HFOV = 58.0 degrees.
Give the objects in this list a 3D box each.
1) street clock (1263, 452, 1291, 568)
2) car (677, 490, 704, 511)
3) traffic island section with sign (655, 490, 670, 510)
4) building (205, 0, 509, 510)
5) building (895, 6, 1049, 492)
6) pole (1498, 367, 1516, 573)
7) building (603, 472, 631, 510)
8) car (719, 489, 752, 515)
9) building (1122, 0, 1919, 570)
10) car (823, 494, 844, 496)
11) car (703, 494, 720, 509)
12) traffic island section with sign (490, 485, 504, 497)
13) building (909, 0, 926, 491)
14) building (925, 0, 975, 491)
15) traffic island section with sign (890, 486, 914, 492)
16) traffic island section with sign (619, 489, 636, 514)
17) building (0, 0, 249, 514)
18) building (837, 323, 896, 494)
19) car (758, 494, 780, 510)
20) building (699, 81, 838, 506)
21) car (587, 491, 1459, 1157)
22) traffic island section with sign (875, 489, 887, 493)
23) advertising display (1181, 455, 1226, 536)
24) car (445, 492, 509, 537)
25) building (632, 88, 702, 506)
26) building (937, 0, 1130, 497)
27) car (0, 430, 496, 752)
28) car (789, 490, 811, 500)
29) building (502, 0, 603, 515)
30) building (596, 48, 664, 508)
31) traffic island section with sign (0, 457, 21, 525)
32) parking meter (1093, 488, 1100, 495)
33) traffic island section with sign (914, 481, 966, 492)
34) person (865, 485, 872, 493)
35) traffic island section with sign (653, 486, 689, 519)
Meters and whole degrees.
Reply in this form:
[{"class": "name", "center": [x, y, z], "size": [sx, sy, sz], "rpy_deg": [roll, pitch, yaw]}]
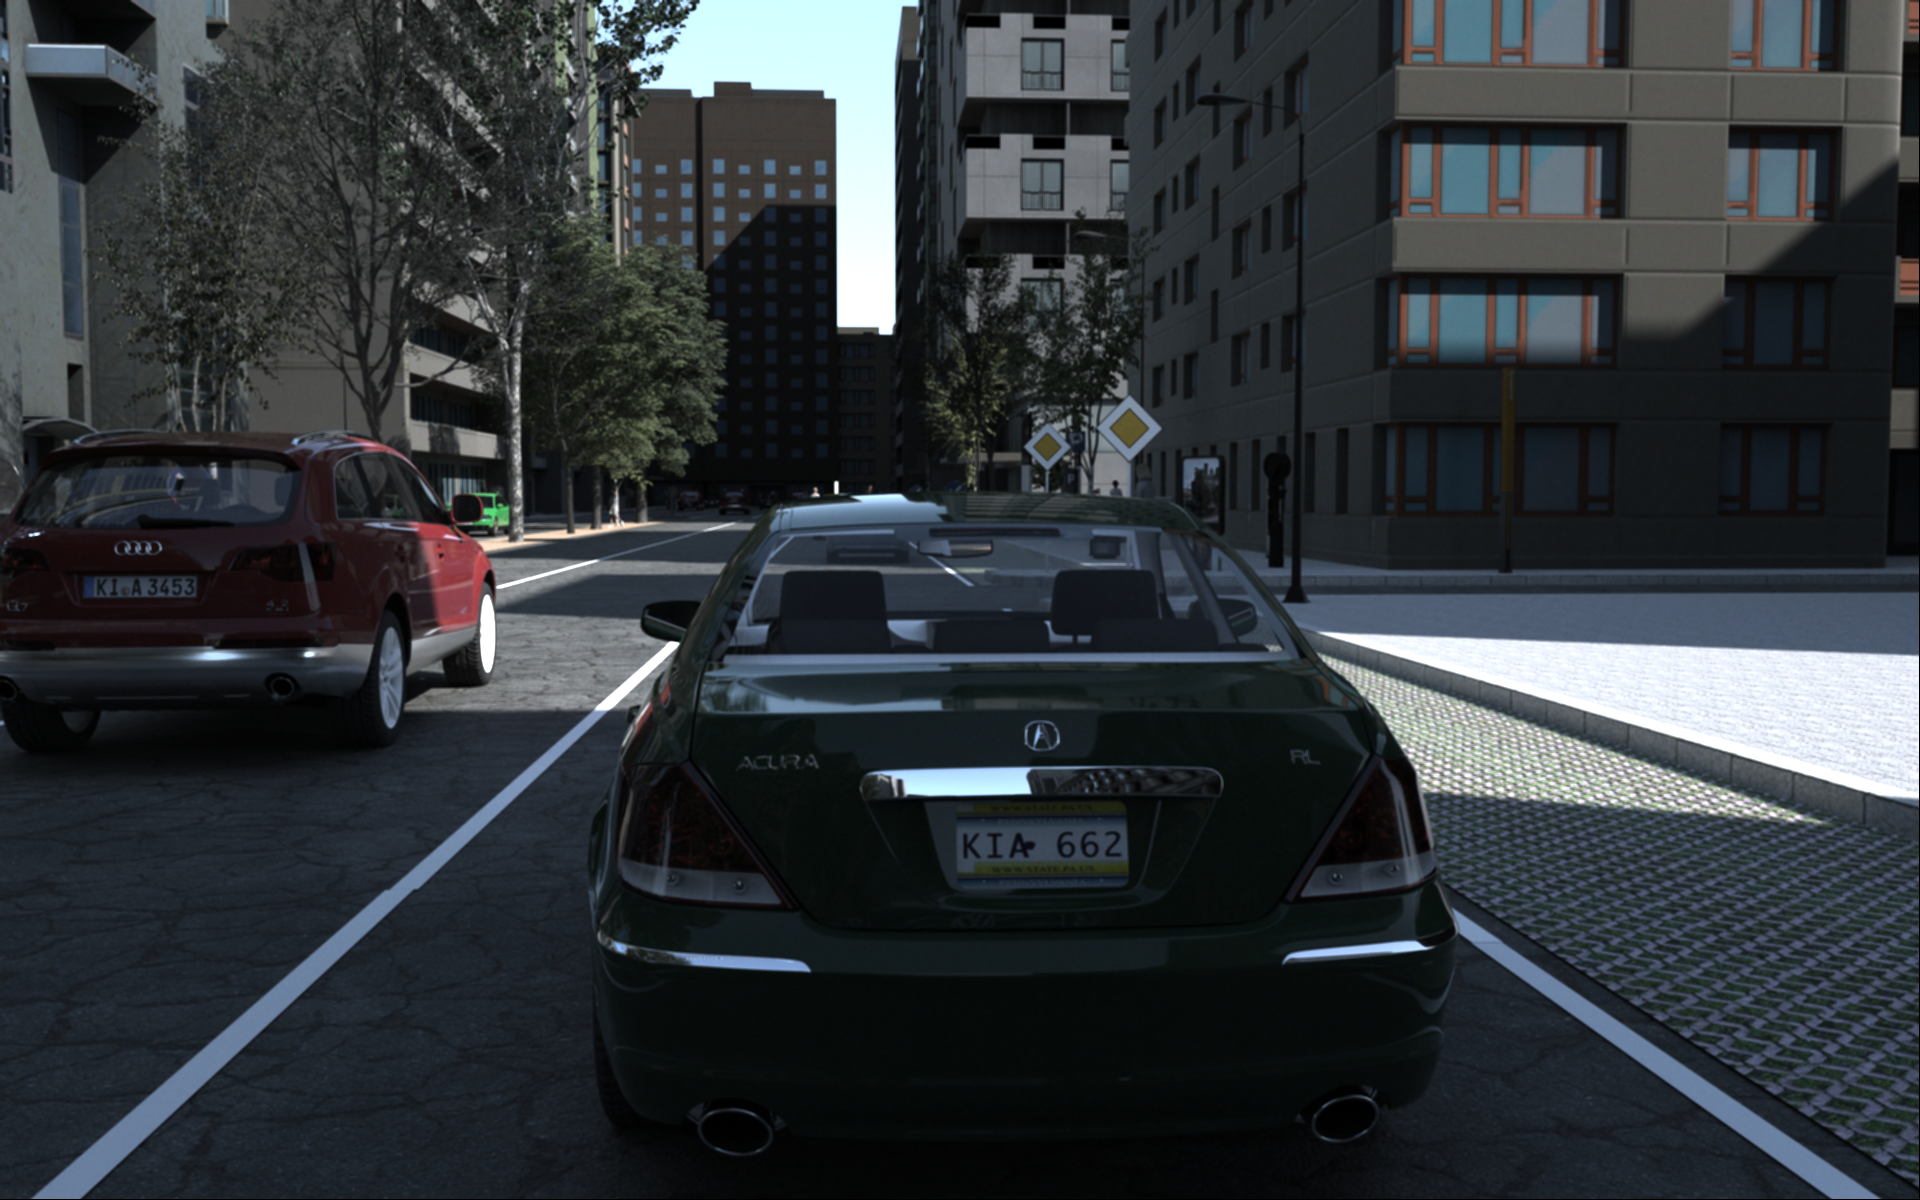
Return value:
[{"class": "street clock", "center": [5.529, -1.569, 30.229], "size": [0.358, 2.002, 0.471], "rpy_deg": [-2, 4, -31]}, {"class": "car", "center": [-23.257, -8.602, 149.313], "size": [2.281, 1.827, 5.304], "rpy_deg": [0, 4, -3]}, {"class": "traffic island section with sign", "center": [-26.400, -9.024, 156.176], "size": [1.989, 1.847, 2.006], "rpy_deg": [0, 4, -4]}, {"class": "building", "center": [-32.571, -27.583, 74.687], "size": [21.300, 48.544, 21.600], "rpy_deg": [0, 4, -4]}, {"class": "building", "center": [4.692, -33.279, 167.809], "size": [21.300, 48.544, 21.600], "rpy_deg": [0, 4, -4]}, {"class": "pole", "center": [8.856, -2.091, 28.031], "size": [0.158, 3.312, 0.155], "rpy_deg": [0, 3, 0]}, {"class": "building", "center": [-44.081, -27.454, 140.759], "size": [32.217, 40.220, 23.993], "rpy_deg": [0, 4, -4]}, {"class": "car", "center": [-15.745, -6.883, 121.206], "size": [2.281, 1.827, 5.304], "rpy_deg": [0, 4, -4]}, {"class": "building", "center": [20.679, -12.128, 43.335], "size": [28.899, 21.520, 27.650], "rpy_deg": [0, 4, -4]}, {"class": "car", "center": [-3.838, -2.780, 55.670], "size": [2.015, 1.641, 3.980], "rpy_deg": [0, 4, -3]}, {"class": "car", "center": [-24.495, -9.929, 172.127], "size": [2.009, 1.686, 4.222], "rpy_deg": [0, 4, -3]}, {"class": "traffic island section with sign", "center": [-21.000, -4.269, 78.425], "size": [1.989, 1.847, 2.006], "rpy_deg": [0, 4, -4]}, {"class": "building", "center": [7.986, -31.895, 141.091], "size": [23.786, 49.044, 30.456], "rpy_deg": [0, 4, -4]}, {"class": "building", "center": [4.551, -26.619, 118.809], "size": [14.154, 41.232, 14.086], "rpy_deg": [0, 4, -4]}, {"class": "traffic island section with sign", "center": [-2.175, -4.407, 80.678], "size": [1.989, 1.847, 2.006], "rpy_deg": [0, 4, -4]}, {"class": "traffic island section with sign", "center": [-24.483, -7.332, 128.505], "size": [1.989, 1.847, 2.006], "rpy_deg": [0, 4, -4]}, {"class": "building", "center": [-31.785, -44.440, 39.264], "size": [22.319, 86.520, 31.000], "rpy_deg": [0, 4, -4]}, {"class": "building", "center": [0.262, -21.818, 201.766], "size": [28.899, 21.520, 27.650], "rpy_deg": [0, 4, -4]}, {"class": "car", "center": [-17.393, -9.053, 157.800], "size": [2.009, 1.686, 4.222], "rpy_deg": [0, 4, -5]}, {"class": "building", "center": [-20.699, -33.133, 191.841], "size": [14.200, 45.320, 14.600], "rpy_deg": [0, 4, -4]}, {"class": "car", "center": [0.009, 0.392, 5.393], "size": [2.131, 1.459, 4.920], "rpy_deg": [0, 4, -3]}, {"class": "traffic island section with sign", "center": [-7.540, -9.116, 157.676], "size": [1.989, 1.847, 2.006], "rpy_deg": [0, 4, -4]}, {"class": "advertising display", "center": [4.084, -1.464, 29.145], "size": [0.123, 1.923, 0.974], "rpy_deg": [-2, 4, -34]}, {"class": "car", "center": [-16.553, -3.100, 59.483], "size": [1.959, 1.807, 4.718], "rpy_deg": [0, 4, -4]}, {"class": "building", "center": [-34.896, -33.101, 191.311], "size": [14.200, 45.320, 14.600], "rpy_deg": [0, 4, -4]}, {"class": "building", "center": [12.919, -30.613, 89.763], "size": [28.713, 52.752, 27.495], "rpy_deg": [0, 4, -4]}, {"class": "car", "center": [-4.374, -0.157, 11.247], "size": [2.281, 1.827, 5.304], "rpy_deg": [0, 4, -5]}, {"class": "car", "center": [-14.630, -9.197, 159.048], "size": [2.281, 1.827, 5.304], "rpy_deg": [0, 4, -3]}, {"class": "building", "center": [-33.397, -26.813, 121.980], "size": [14.154, 41.232, 14.086], "rpy_deg": [0, 4, -4]}, {"class": "building", "center": [-44.111, -31.239, 165.386], "size": [28.867, 44.769, 22.147], "rpy_deg": [0, 4, -4]}, {"class": "traffic island section with sign", "center": [-11.272, -0.704, 19.647], "size": [2.006, 1.907, 1.989], "rpy_deg": [0, 4, -4]}, {"class": "parking meter", "center": [5.890, -4.087, 75.241], "size": [0.372, 1.533, 0.369], "rpy_deg": [0, 3, 0]}, {"class": "traffic island section with sign", "center": [-0.302, -2.762, 53.788], "size": [1.989, 1.847, 2.006], "rpy_deg": [0, 4, -4]}, {"class": "person", "center": [-4.029, -4.137, 76.049], "size": [0.656, 1.842, 0.836], "rpy_deg": [2, 4, 29]}, {"class": "traffic island section with sign", "center": [-17.001, -5.741, 101.994], "size": [2.006, 1.907, 1.989], "rpy_deg": [0, 4, -4]}]
